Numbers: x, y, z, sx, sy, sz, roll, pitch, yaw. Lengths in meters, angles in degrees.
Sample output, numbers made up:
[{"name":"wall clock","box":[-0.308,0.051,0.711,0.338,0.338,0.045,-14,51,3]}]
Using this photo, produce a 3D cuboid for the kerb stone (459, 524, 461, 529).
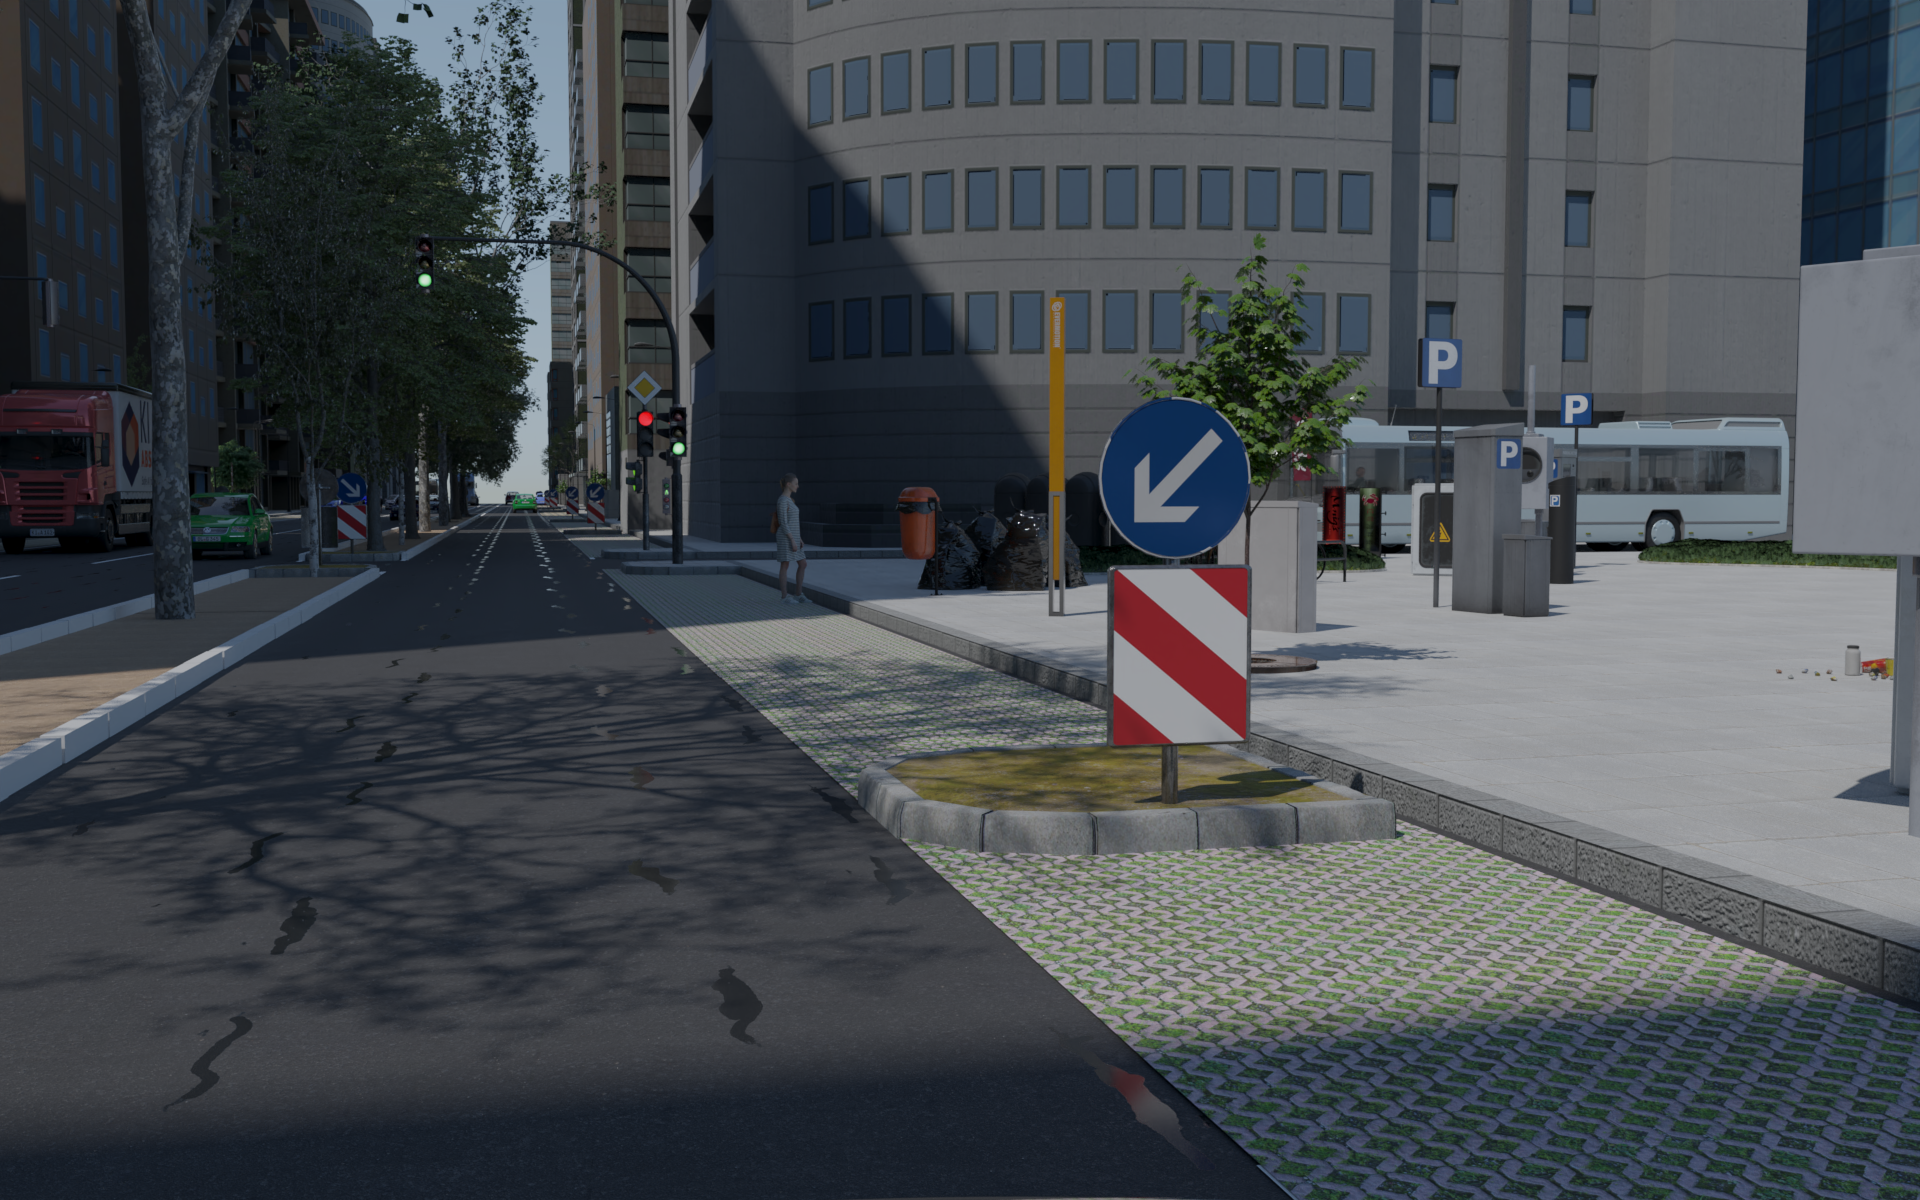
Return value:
[{"name":"kerb stone","box":[-19.998,-2.845,68.807,0.120,0.150,1.000,-1,4,-14]}]

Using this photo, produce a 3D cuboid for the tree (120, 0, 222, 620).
[{"name":"tree","box":[-7.596,-9.806,18.682,12.611,20.169,13.585,0,3,0]}]

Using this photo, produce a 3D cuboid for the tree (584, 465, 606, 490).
[{"name":"tree","box":[-24.083,-7.360,114.939,1.663,3.219,1.824,0,3,0]}]

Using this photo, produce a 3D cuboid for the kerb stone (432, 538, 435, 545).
[{"name":"kerb stone","box":[-14.691,-1.575,47.953,0.120,0.150,1.000,-1,4,-14]}]

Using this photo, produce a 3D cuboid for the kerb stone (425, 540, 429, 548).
[{"name":"kerb stone","box":[-13.933,-1.391,44.969,0.120,0.150,1.000,-1,4,-14]}]

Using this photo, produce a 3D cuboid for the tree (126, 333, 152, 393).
[{"name":"tree","box":[-35.796,-7.584,74.353,4.737,8.622,4.395,0,3,0]}]

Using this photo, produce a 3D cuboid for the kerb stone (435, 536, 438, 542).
[{"name":"kerb stone","box":[-15.197,-1.695,49.937,0.120,0.150,1.000,-1,4,-14]}]

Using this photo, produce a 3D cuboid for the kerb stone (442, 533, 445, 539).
[{"name":"kerb stone","box":[-16.207,-1.940,53.915,0.120,0.150,1.000,-1,4,-14]}]

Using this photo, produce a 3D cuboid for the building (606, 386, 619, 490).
[{"name":"building","box":[-8.548,-48.087,98.896,22.319,86.520,31.000,-1,4,-14]}]

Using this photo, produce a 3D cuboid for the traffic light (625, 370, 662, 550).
[{"name":"traffic light","box":[-7.189,-3.091,39.461,0.839,4.253,0.868,-1,4,-14]}]

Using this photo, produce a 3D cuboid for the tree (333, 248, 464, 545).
[{"name":"tree","box":[-15.715,-5.847,48.411,4.737,8.622,4.395,0,3,0]}]

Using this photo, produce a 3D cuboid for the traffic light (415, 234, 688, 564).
[{"name":"traffic light","box":[-7.223,-3.450,31.069,4.771,5.953,1.251,-1,4,-14]}]

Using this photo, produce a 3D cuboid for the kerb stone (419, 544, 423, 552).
[{"name":"kerb stone","box":[-13.165,-1.210,41.980,0.120,0.150,1.000,-1,4,-14]}]

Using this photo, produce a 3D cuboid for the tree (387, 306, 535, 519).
[{"name":"tree","box":[-28.362,-11.490,96.977,9.857,13.997,8.962,0,3,0]}]

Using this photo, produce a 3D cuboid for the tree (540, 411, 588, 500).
[{"name":"tree","box":[-43.617,-15.873,193.930,7.601,10.594,8.767,2,4,29]}]

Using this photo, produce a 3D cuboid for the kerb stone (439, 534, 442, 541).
[{"name":"kerb stone","box":[-15.700,-1.817,51.925,0.120,0.150,1.000,-1,4,-14]}]

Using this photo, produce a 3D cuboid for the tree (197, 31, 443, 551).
[{"name":"tree","box":[-14.313,-7.441,42.249,7.486,12.596,7.792,0,3,0]}]

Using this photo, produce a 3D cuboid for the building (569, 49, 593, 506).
[{"name":"building","box":[-27.170,-33.915,174.111,23.786,49.044,30.456,-1,4,-14]}]

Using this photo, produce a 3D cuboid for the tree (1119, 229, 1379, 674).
[{"name":"tree","box":[2.250,-1.107,12.708,1.663,3.219,1.824,0,3,0]}]

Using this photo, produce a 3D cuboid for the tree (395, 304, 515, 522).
[{"name":"tree","box":[-26.097,-9.732,87.332,9.928,11.665,9.643,0,3,0]}]

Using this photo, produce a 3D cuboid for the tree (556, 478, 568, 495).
[{"name":"tree","box":[-46.434,-12.734,202.805,1.663,3.219,1.824,0,3,0]}]

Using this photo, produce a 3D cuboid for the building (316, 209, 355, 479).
[{"name":"building","box":[-67.246,-24.287,168.791,14.160,30.474,14.107,-1,4,-14]}]

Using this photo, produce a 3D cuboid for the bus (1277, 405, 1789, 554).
[{"name":"bus","box":[13.234,-2.830,41.130,13.247,3.499,2.948,-1,4,-16]}]

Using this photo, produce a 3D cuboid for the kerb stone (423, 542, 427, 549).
[{"name":"kerb stone","box":[-13.679,-1.332,43.974,0.120,0.150,1.000,-1,4,-14]}]

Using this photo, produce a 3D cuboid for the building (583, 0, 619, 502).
[{"name":"building","box":[-25.407,-30.658,151.363,14.600,45.320,14.200,-1,4,-14]}]

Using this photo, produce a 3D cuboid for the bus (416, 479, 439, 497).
[{"name":"bus","box":[-62.952,-12.899,205.754,2.948,3.499,13.247,-1,4,-13]}]

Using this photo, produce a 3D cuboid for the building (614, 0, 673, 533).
[{"name":"building","box":[-6.790,-18.219,69.586,14.160,30.474,14.107,-1,4,-14]}]

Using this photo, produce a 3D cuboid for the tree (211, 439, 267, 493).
[{"name":"tree","box":[-43.929,-7.381,104.388,4.285,4.588,4.351,0,3,0]}]

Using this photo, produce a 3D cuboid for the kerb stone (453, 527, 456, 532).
[{"name":"kerb stone","box":[-18.479,-2.486,62.845,0.120,0.150,1.000,-1,4,-14]}]

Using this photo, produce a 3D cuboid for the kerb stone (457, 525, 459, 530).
[{"name":"kerb stone","box":[-19.498,-2.727,66.823,0.120,0.150,1.000,-1,4,-14]}]

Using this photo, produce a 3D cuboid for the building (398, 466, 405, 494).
[{"name":"building","box":[-87.231,-29.271,250.277,14.160,30.474,14.107,-1,4,-14]}]

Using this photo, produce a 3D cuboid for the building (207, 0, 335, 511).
[{"name":"building","box":[-65.685,-30.068,146.230,22.147,44.769,28.867,-1,4,-14]}]

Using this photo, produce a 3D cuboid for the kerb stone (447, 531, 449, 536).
[{"name":"kerb stone","box":[-16.959,-2.122,56.898,0.120,0.150,1.000,-1,4,-14]}]

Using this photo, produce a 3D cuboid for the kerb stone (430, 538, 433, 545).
[{"name":"kerb stone","box":[-14.441,-1.515,46.960,0.120,0.150,1.000,-1,4,-14]}]

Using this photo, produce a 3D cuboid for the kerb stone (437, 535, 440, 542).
[{"name":"kerb stone","box":[-15.446,-1.758,50.934,0.120,0.150,1.000,-1,4,-14]}]

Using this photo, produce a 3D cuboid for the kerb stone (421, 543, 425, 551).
[{"name":"kerb stone","box":[-13.424,-1.271,42.977,0.120,0.150,1.000,-1,4,-14]}]

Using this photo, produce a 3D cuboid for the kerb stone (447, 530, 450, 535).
[{"name":"kerb stone","box":[-17.221,-2.183,57.886,0.120,0.150,1.000,-1,4,-14]}]

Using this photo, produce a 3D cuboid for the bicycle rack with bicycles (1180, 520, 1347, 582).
[{"name":"bicycle rack with bicycles","box":[4.156,-0.724,25.224,2.925,0.926,2.852,-3,5,-43]}]

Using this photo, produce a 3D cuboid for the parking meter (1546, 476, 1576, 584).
[{"name":"parking meter","box":[8.588,-0.999,24.752,0.372,1.533,0.369,0,3,0]}]

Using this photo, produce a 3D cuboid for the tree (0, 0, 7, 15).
[{"name":"tree","box":[-5.400,-5.668,5.505,12.009,13.543,11.850,0,3,0]}]

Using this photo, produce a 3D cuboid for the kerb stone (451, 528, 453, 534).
[{"name":"kerb stone","box":[-17.982,-2.365,60.860,0.120,0.150,1.000,-1,4,-14]}]

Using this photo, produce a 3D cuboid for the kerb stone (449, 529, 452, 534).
[{"name":"kerb stone","box":[-17.727,-2.304,59.866,0.120,0.150,1.000,-1,4,-14]}]

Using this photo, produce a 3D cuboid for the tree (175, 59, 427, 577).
[{"name":"tree","box":[-10.993,-4.672,29.208,4.360,8.622,3.978,0,3,0]}]

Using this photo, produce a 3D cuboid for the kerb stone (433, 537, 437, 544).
[{"name":"kerb stone","box":[-14.946,-1.635,48.946,0.120,0.150,1.000,-1,4,-14]}]

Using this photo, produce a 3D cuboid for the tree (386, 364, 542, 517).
[{"name":"tree","box":[-30.658,-11.443,106.561,9.611,12.733,9.660,0,3,0]}]

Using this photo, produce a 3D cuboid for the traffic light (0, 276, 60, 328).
[{"name":"traffic light","box":[-21.278,-3.746,35.908,4.771,5.953,1.251,-1,4,-14]}]

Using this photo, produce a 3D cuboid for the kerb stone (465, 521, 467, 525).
[{"name":"kerb stone","box":[-21.776,-3.272,75.762,0.120,0.150,1.000,-1,4,-14]}]

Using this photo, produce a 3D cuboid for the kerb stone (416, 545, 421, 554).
[{"name":"kerb stone","box":[-12.915,-1.149,40.989,0.120,0.150,1.000,-1,4,-14]}]

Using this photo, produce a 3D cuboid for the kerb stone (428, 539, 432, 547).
[{"name":"kerb stone","box":[-14.180,-1.451,45.961,0.120,0.150,1.000,-1,4,-14]}]

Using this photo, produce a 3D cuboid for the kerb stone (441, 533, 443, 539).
[{"name":"kerb stone","box":[-15.956,-1.879,52.922,0.120,0.150,1.000,-1,4,-14]}]

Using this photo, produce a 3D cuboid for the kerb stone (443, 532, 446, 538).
[{"name":"kerb stone","box":[-16.465,-1.998,54.908,0.120,0.150,1.000,-1,4,-14]}]

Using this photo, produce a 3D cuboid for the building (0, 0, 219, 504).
[{"name":"building","box":[-43.978,-26.384,81.490,14.600,45.320,14.200,-1,4,-14]}]

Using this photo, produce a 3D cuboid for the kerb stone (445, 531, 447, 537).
[{"name":"kerb stone","box":[-16.715,-2.062,55.905,0.120,0.150,1.000,-1,4,-14]}]

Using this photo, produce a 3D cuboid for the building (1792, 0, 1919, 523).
[{"name":"building","box":[35.253,-24.826,56.014,14.200,45.320,14.600,-1,4,-14]}]

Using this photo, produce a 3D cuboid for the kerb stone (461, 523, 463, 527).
[{"name":"kerb stone","box":[-20.508,-2.972,70.794,0.120,0.150,1.000,-1,4,-14]}]

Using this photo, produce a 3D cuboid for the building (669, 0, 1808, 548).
[{"name":"building","box":[6.184,-31.158,51.427,28.212,58.520,21.231,-1,4,-14]}]
